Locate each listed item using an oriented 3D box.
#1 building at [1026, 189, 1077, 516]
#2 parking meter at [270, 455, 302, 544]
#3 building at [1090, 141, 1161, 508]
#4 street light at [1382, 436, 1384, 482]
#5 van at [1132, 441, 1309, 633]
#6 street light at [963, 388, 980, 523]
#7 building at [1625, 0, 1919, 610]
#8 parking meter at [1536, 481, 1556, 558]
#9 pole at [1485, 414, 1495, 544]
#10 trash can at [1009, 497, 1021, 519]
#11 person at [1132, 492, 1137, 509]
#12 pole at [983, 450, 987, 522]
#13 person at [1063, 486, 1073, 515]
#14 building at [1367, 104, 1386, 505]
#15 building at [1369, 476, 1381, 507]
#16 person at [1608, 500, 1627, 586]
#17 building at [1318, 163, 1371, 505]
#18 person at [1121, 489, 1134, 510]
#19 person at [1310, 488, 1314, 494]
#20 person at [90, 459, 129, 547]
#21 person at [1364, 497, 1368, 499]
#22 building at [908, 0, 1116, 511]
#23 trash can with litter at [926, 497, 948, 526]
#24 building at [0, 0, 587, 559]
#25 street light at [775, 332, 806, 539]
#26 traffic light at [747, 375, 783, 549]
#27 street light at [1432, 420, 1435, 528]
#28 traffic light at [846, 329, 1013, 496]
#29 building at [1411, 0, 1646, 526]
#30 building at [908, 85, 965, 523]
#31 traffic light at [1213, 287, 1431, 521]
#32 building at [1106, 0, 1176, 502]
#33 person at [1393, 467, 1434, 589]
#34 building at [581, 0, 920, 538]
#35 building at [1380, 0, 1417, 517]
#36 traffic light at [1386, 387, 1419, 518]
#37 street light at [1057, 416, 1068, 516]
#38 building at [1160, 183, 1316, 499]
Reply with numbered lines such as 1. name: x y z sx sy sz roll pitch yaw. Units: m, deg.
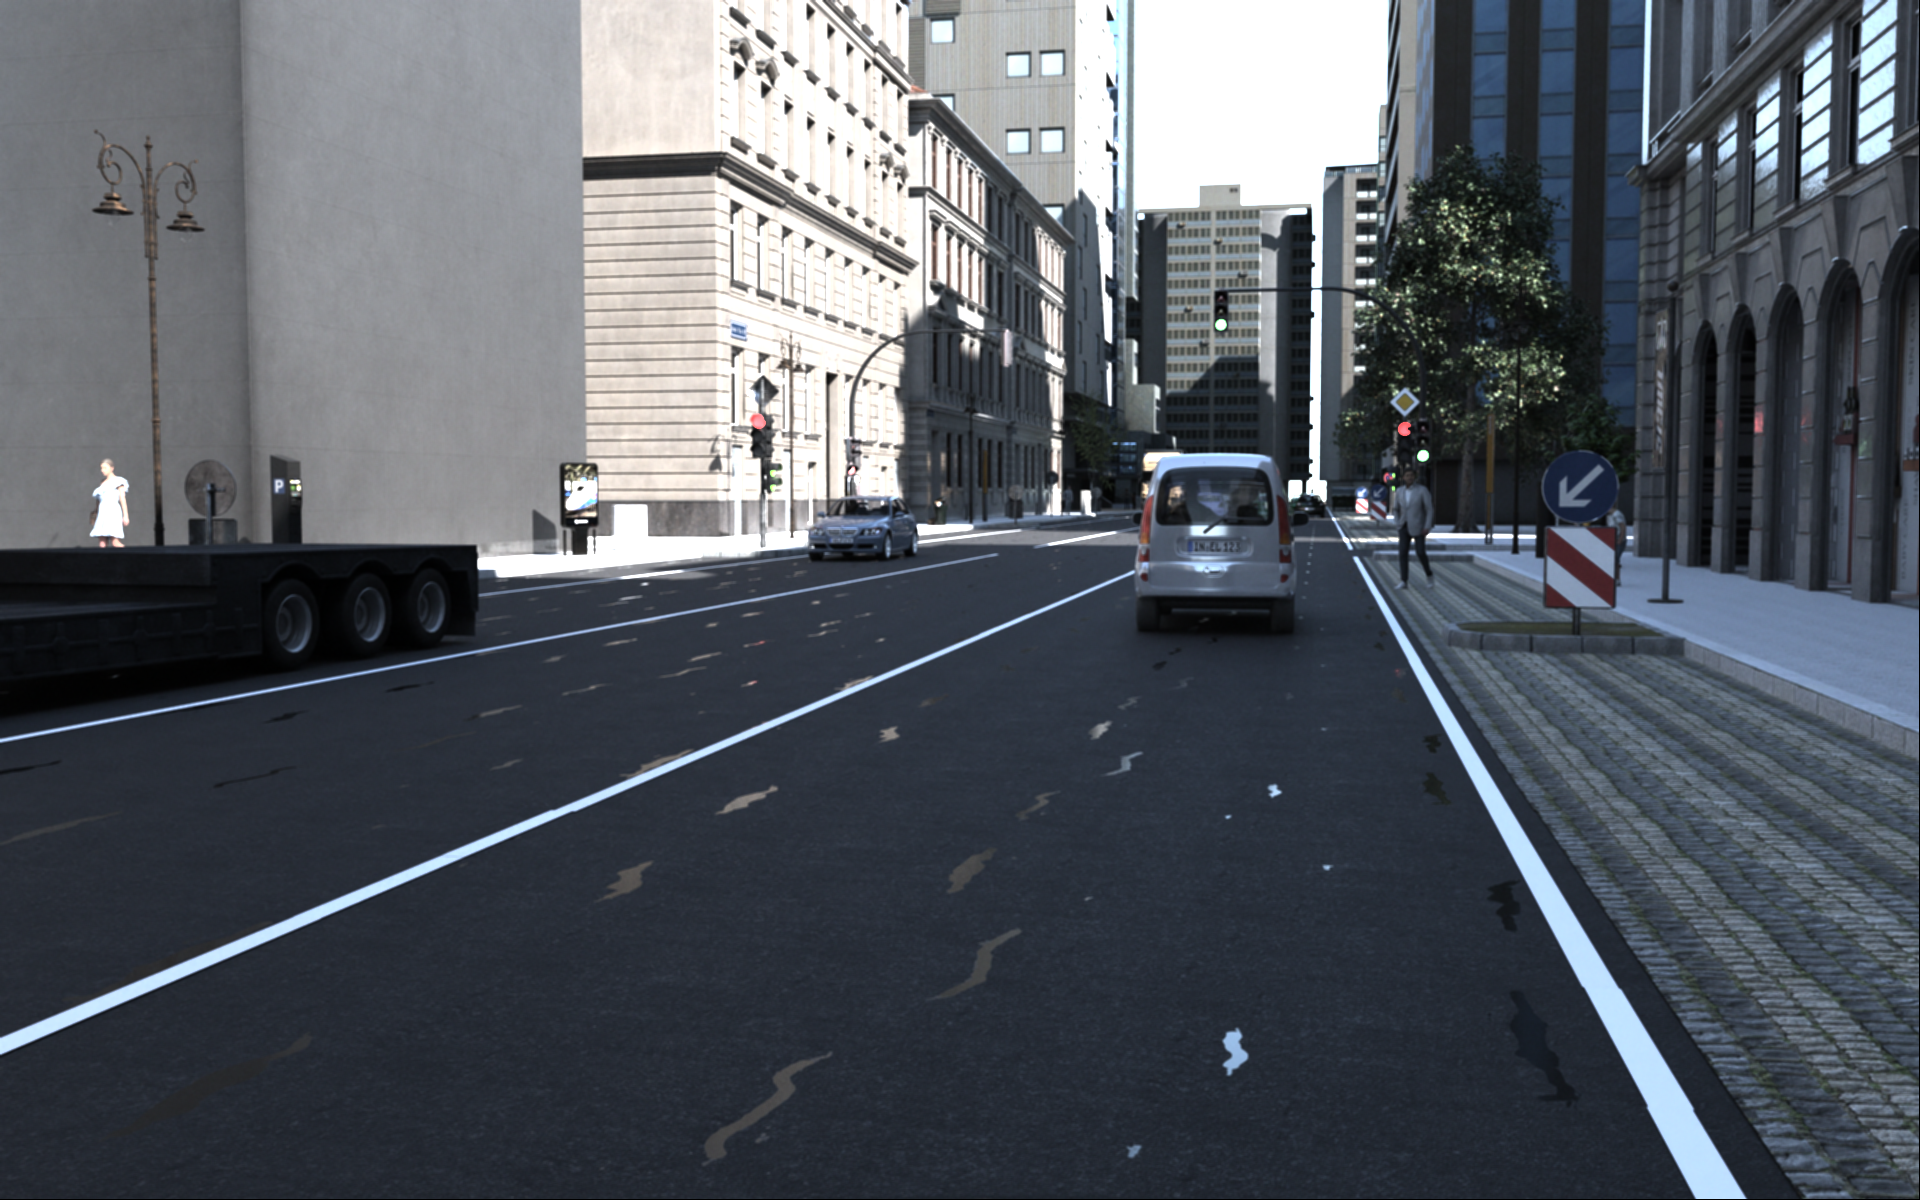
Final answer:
1. building: -0.008 -16.555 106.833 11.583 22.565 21.152 1 4 12
2. parking meter: -9.992 -1.224 25.716 0.399 1.863 0.255 2 4 24
3. building: 1.428 -28.891 164.253 32.217 40.220 23.993 1 4 12
4. street light: 28.800 -8.886 118.066 0.468 5.910 1.993 1 4 12
5. van: 2.896 -0.757 19.385 2.013 2.044 4.112 1 4 10
6. street light: 0.480 -6.283 75.520 0.468 5.910 1.993 1 4 12
7. building: 17.311 -11.063 22.679 13.314 21.916 24.055 1 4 12
8. parking meter: 11.791 -1.617 34.847 0.372 1.533 0.369 0 3 0
9. pole: 13.515 -3.077 44.159 0.158 3.312 0.155 0 3 0
10. trash can: 2.884 -4.801 90.153 0.748 1.137 0.748 0 3 0
11. person: 14.663 -8.335 145.578 0.557 1.426 1.065 -1 4 -20
12. pole: 1.170 -5.329 80.971 0.158 3.312 0.155 0 3 0
13. person: 6.705 -6.200 107.506 0.635 1.810 0.391 -2 4 -28
14. building: 51.092 -30.562 183.278 14.154 41.232 14.086 1 4 12
15. building: 55.479 -28.793 162.646 32.217 40.220 23.993 1 4 12
16. person: 9.105 -0.817 24.084 0.352 1.250 0.332 3 4 36
17. building: 50.255 -32.057 207.718 14.086 41.232 14.154 1 4 12
18. person: 13.736 -8.300 142.476 1.217 1.735 0.721 0 4 0
19. person: 26.781 -7.551 131.587 0.705 1.869 1.348 -3 4 -36
20. person: -12.957 -1.241 26.426 0.616 1.811 0.778 2 4 29
21. person: 37.860 -9.474 161.680 0.721 1.736 1.217 0 4 0
22. building: -2.257 -33.587 138.391 28.713 52.752 27.495 1 4 12
23. trash can with litter: -0.979 -3.593 70.135 0.624 1.170 1.055 -3 5 -40
24. building: -21.150 -14.789 35.302 24.014 27.812 14.314 1 4 12
25. street light: -4.814 -4.690 49.468 0.468 5.910 1.993 1 4 12
26. traffic light: -4.626 -3.169 40.727 0.839 4.253 0.868 1 4 12
27. street light: 17.959 -5.680 65.657 0.468 5.910 1.993 1 4 12
28. traffic light: -0.937 -4.495 48.156 4.771 5.953 1.251 1 4 12
29. building: 27.374 -26.009 75.356 14.600 45.320 14.200 1 4 12
30. building: -4.372 -15.251 85.513 11.583 22.565 21.152 1 4 12
31. traffic light: 7.962 -3.873 37.998 4.771 5.953 1.251 1 4 12
32. building: 7.006 -53.439 186.400 31.000 86.520 22.319 1 4 12
33. person: 6.842 -1.087 26.120 0.661 1.843 0.795 3 5 41
34. building: -10.112 -16.252 62.980 12.463 27.353 25.104 1 4 12
35. building: 37.231 -29.458 105.336 21.300 48.544 21.600 1 4 12
36. traffic light: 11.650 -3.463 45.533 0.839 4.253 0.868 1 4 12
37. street light: 6.031 -7.919 102.269 0.468 5.910 1.993 1 4 12
38. building: 32.761 -32.277 219.609 23.993 40.220 32.217 1 4 12
